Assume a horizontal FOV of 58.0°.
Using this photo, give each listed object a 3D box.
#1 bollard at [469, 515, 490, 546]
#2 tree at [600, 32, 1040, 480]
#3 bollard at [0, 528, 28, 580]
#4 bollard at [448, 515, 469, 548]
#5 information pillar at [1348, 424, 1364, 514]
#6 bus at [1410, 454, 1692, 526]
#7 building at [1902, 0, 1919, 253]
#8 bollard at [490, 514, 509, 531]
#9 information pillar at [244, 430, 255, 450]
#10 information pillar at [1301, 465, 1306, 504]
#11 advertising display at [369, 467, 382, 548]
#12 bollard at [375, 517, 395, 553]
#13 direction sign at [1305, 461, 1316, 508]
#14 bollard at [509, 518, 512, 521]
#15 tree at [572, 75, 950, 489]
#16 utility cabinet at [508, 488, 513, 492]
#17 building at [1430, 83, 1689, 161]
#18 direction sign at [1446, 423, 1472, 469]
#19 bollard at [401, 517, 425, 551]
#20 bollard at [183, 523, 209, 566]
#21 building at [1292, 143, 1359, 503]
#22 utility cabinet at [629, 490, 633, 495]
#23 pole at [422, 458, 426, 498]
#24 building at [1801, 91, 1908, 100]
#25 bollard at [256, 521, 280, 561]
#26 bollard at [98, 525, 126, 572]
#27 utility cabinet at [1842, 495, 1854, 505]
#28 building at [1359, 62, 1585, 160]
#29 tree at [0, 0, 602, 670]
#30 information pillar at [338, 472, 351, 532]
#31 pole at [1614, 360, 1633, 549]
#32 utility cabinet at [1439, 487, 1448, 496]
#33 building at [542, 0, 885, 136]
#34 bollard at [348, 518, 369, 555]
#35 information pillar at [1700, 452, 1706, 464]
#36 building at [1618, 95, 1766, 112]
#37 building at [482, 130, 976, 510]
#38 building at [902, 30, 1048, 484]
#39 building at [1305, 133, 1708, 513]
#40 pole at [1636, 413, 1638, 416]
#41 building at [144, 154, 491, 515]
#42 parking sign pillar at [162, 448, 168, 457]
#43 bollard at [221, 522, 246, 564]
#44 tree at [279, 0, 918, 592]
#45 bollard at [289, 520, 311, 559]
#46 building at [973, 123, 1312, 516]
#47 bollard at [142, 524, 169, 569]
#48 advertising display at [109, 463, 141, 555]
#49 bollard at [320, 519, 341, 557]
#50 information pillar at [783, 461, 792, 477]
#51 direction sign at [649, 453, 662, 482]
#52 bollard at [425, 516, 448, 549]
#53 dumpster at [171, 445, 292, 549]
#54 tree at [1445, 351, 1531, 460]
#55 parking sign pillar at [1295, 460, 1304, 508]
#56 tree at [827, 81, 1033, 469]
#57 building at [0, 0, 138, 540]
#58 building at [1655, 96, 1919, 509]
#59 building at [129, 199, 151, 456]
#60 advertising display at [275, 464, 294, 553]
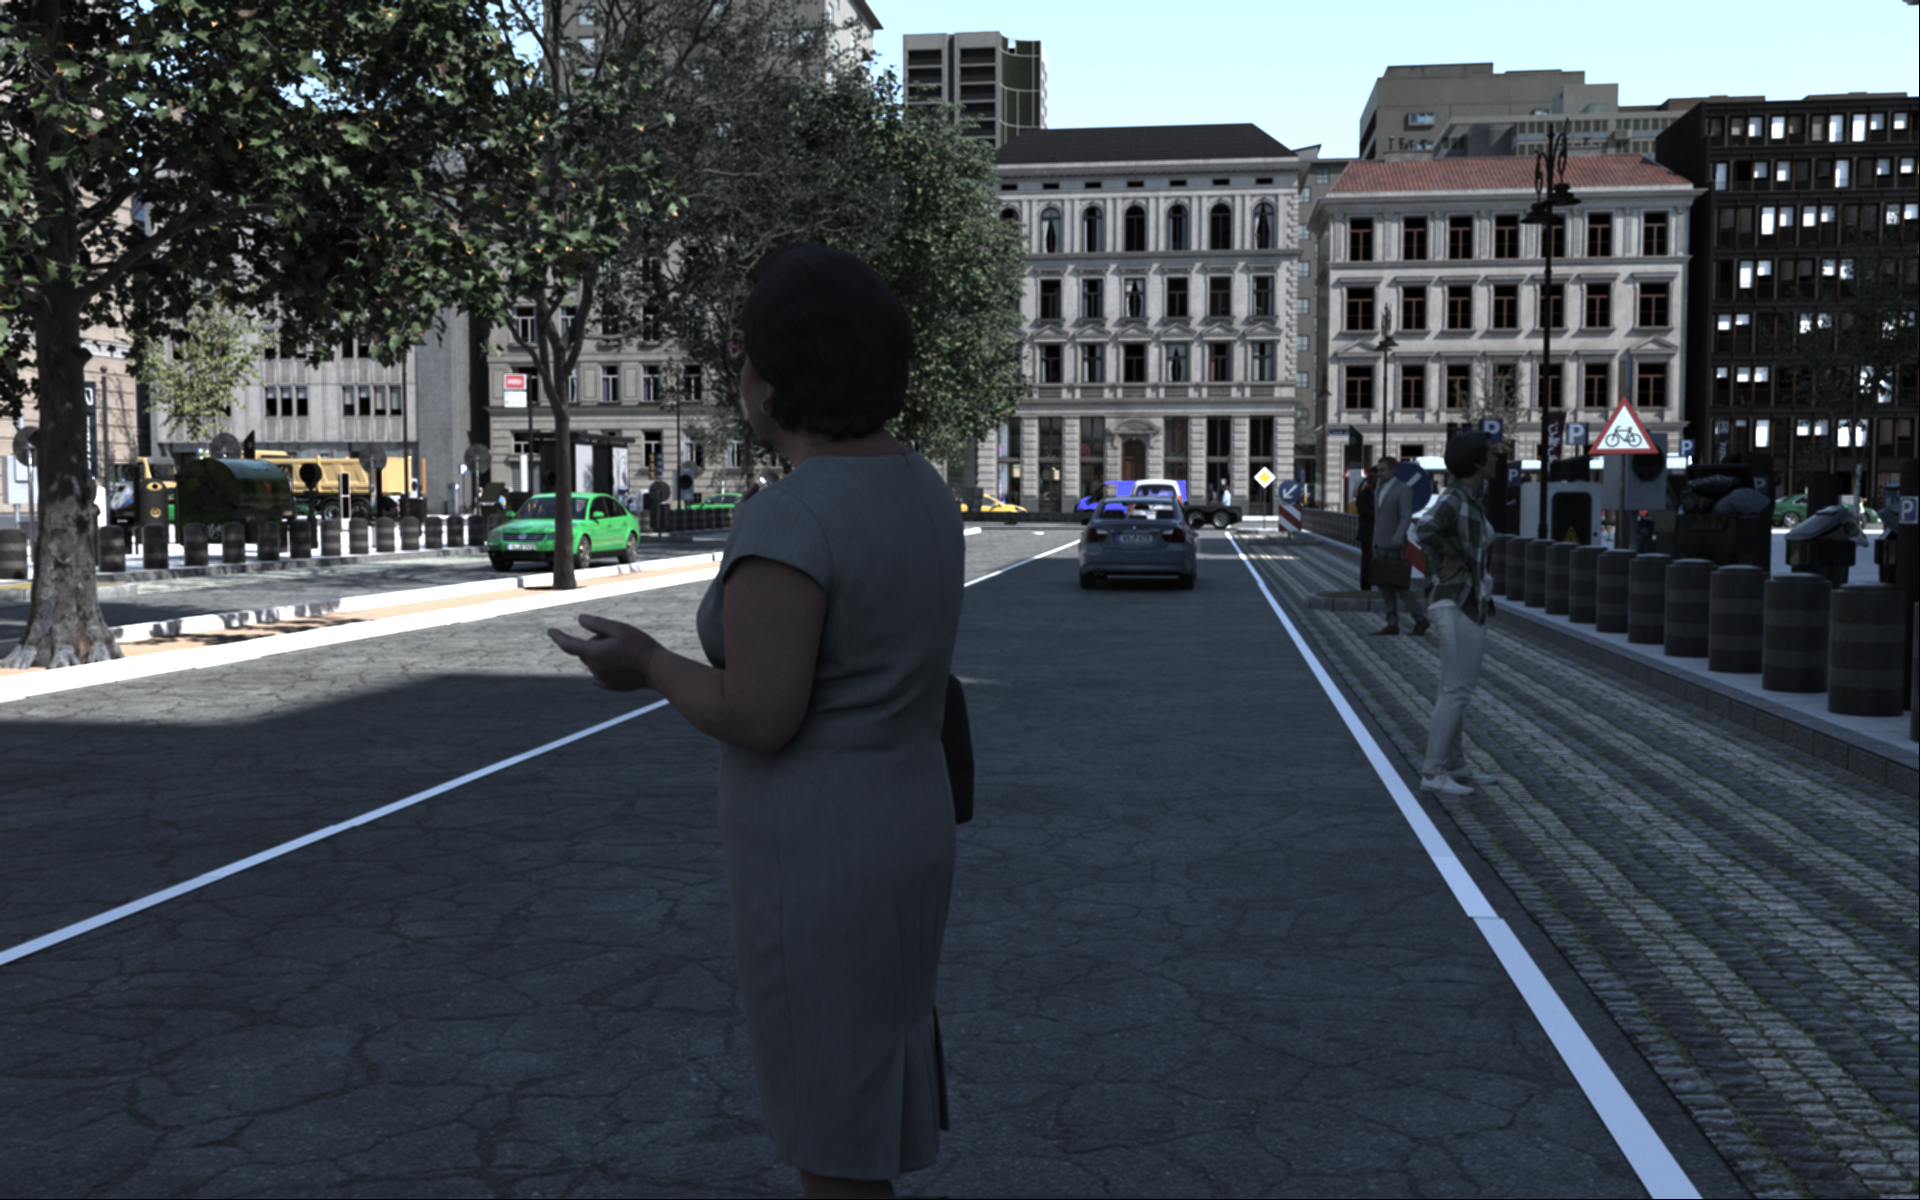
[{"bbox_3d":[-11.969,-1.720,42.837,0.404,0.777,0.398,0,3,0],"label":"bollard"},{"bbox_3d":[-2.918,-7.676,44.967,9.611,12.733,9.660,0,3,0],"label":"tree"},{"bbox_3d":[-14.291,-0.697,26.116,0.404,0.777,0.398,0,3,0],"label":"bollard"},{"bbox_3d":[-12.134,-1.647,41.638,0.404,0.777,0.398,0,3,0],"label":"bollard"},{"bbox_3d":[13.128,-4.045,57.497,0.504,3.616,0.183,3,4,37],"label":"information pillar"},{"bbox_3d":[26.666,-5.234,80.436,13.247,3.499,2.948,1,4,9],"label":"bus"},{"bbox_3d":[29.627,-11.690,32.929,13.314,21.916,24.055,0,4,8],"label":"building"},{"bbox_3d":[-11.802,-1.793,44.027,0.404,0.777,0.398,0,3,0],"label":"bollard"},{"bbox_3d":[-25.995,-4.409,63.447,0.504,3.616,0.183,2,4,24],"label":"information pillar"},{"bbox_3d":[27.863,-9.117,140.421,0.183,3.616,0.504,-3,4,-38],"label":"information pillar"},{"bbox_3d":[-14.013,-2.221,41.535,0.123,1.923,0.974,-2,4,-28],"label":"advertising display"},{"bbox_3d":[-12.630,-1.427,38.053,0.404,0.777,0.398,0,3,0],"label":"bollard"},{"bbox_3d":[24.045,-7.731,118.391,0.876,3.537,0.379,0,4,1],"label":"direction sign"},{"bbox_3d":[-11.640,-1.866,45.218,0.404,0.777,0.398,0,3,0],"label":"bollard"},{"bbox_3d":[-4.236,-6.072,36.145,8.767,10.594,7.601,0,4,8],"label":"tree"},{"bbox_3d":[-16.684,-3.317,62.906,0.318,1.500,1.173,1,4,16],"label":"utility cabinet"},{"bbox_3d":[58.581,-29.163,168.700,32.217,40.220,23.993,0,4,8],"label":"building"},{"bbox_3d":[15.856,-3.858,55.083,0.876,3.537,0.379,-1,4,-16],"label":"direction sign"},{"bbox_3d":[-12.465,-1.501,39.257,0.404,0.777,0.398,0,3,0],"label":"bollard"},{"bbox_3d":[-13.626,-0.989,30.889,0.404,0.777,0.398,0,3,0],"label":"bollard"},{"bbox_3d":[62.700,-41.457,267.055,27.495,52.752,28.713,0,4,8],"label":"building"},{"bbox_3d":[-18.665,-5.354,96.224,1.173,1.500,0.318,3,5,40],"label":"utility cabinet"},{"bbox_3d":[-30.491,-6.401,98.496,0.158,3.312,0.155,0,3,0],"label":"pole"},{"bbox_3d":[93.110,-33.059,190.622,14.200,45.320,14.600,0,4,8],"label":"building"},{"bbox_3d":[-13.295,-1.135,33.279,0.404,0.777,0.398,0,3,0],"label":"bollard"},{"bbox_3d":[-13.959,-0.843,28.497,0.404,0.777,0.398,0,3,0],"label":"bollard"},{"bbox_3d":[47.298,-4.961,92.266,1.020,1.237,0.306,2,4,32],"label":"utility cabinet"},{"bbox_3d":[55.830,-34.763,192.069,21.300,48.544,21.600,0,4,8],"label":"building"},{"bbox_3d":[-7.470,-5.798,14.263,9.611,12.733,9.660,0,3,0],"label":"tree"},{"bbox_3d":[-20.823,-3.309,58.601,0.304,2.012,0.304,-2,4,-34],"label":"information pillar"},{"bbox_3d":[10.146,-1.996,26.480,0.158,3.312,0.155,0,3,0],"label":"pole"},{"bbox_3d":[16.702,-3.029,58.209,1.173,1.500,0.318,1,4,11],"label":"utility cabinet"},{"bbox_3d":[-23.683,-35.686,172.704,28.713,52.752,27.495,0,4,8],"label":"building"},{"bbox_3d":[-12.798,-1.355,36.864,0.404,0.777,0.398,0,3,0],"label":"bollard"},{"bbox_3d":[40.820,-6.355,95.260,0.183,3.616,0.504,0,4,-1],"label":"information pillar"},{"bbox_3d":[78.992,-33.155,192.189,14.200,45.320,14.600,0,4,8],"label":"building"},{"bbox_3d":[-13.960,-17.030,111.732,30.059,22.955,16.112,0,4,8],"label":"building"},{"bbox_3d":[2.557,-50.946,271.216,20.611,71.187,20.563,0,4,8],"label":"building"},{"bbox_3d":[31.576,-16.324,103.053,21.152,22.565,11.583,0,4,8],"label":"building"},{"bbox_3d":[16.989,-3.051,43.729,0.158,3.312,0.155,0,3,0],"label":"pole"},{"bbox_3d":[-39.952,-18.007,112.441,19.932,24.808,12.078,0,4,8],"label":"building"},{"bbox_3d":[-46.045,-6.833,100.196,1.447,3.967,1.447,-3,4,-38],"label":"parking sign pillar"},{"bbox_3d":[-13.461,-1.062,32.089,0.404,0.777,0.398,0,3,0],"label":"bollard"},{"bbox_3d":[-5.876,-6.875,25.233,12.009,13.543,11.850,0,3,0],"label":"tree"},{"bbox_3d":[-13.130,-1.208,34.472,0.404,0.777,0.398,0,3,0],"label":"bollard"},{"bbox_3d":[10.800,-16.908,105.318,19.941,23.489,11.050,0,4,8],"label":"building"},{"bbox_3d":[-13.793,-0.916,29.689,0.404,0.777,0.398,0,3,0],"label":"bollard"},{"bbox_3d":[-17.753,-1.930,36.769,0.974,1.923,0.123,2,4,32],"label":"advertising display"},{"bbox_3d":[-12.963,-1.282,35.673,0.404,0.777,0.398,0,3,0],"label":"bollard"},{"bbox_3d":[-9.532,-6.394,95.895,0.504,3.616,0.183,-2,4,-27],"label":"information pillar"},{"bbox_3d":[-16.690,-6.301,95.012,0.379,3.537,0.876,3,5,43],"label":"direction sign"},{"bbox_3d":[-12.296,-1.574,40.447,0.404,0.777,0.398,0,3,0],"label":"bollard"},{"bbox_3d":[-14.373,-1.937,34.170,1.502,2.255,1.985,0,4,8],"label":"dumpster"},{"bbox_3d":[27.067,-8.417,87.986,4.360,8.622,3.978,0,3,0],"label":"tree"},{"bbox_3d":[27.262,-9.206,138.987,1.447,3.967,1.447,2,4,25],"label":"parking sign pillar"},{"bbox_3d":[-2.097,-8.906,54.724,9.857,13.997,8.962,0,3,0],"label":"tree"},{"bbox_3d":[-36.009,-16.058,48.453,20.117,28.700,13.634,0,4,8],"label":"building"},{"bbox_3d":[50.092,-16.586,100.860,15.834,23.373,12.332,0,4,8],"label":"building"},{"bbox_3d":[-61.018,-17.063,115.137,21.152,22.565,11.583,0,4,8],"label":"building"},{"bbox_3d":[-14.787,-1.989,37.727,0.123,1.923,0.974,0,4,3],"label":"advertising display"}]
